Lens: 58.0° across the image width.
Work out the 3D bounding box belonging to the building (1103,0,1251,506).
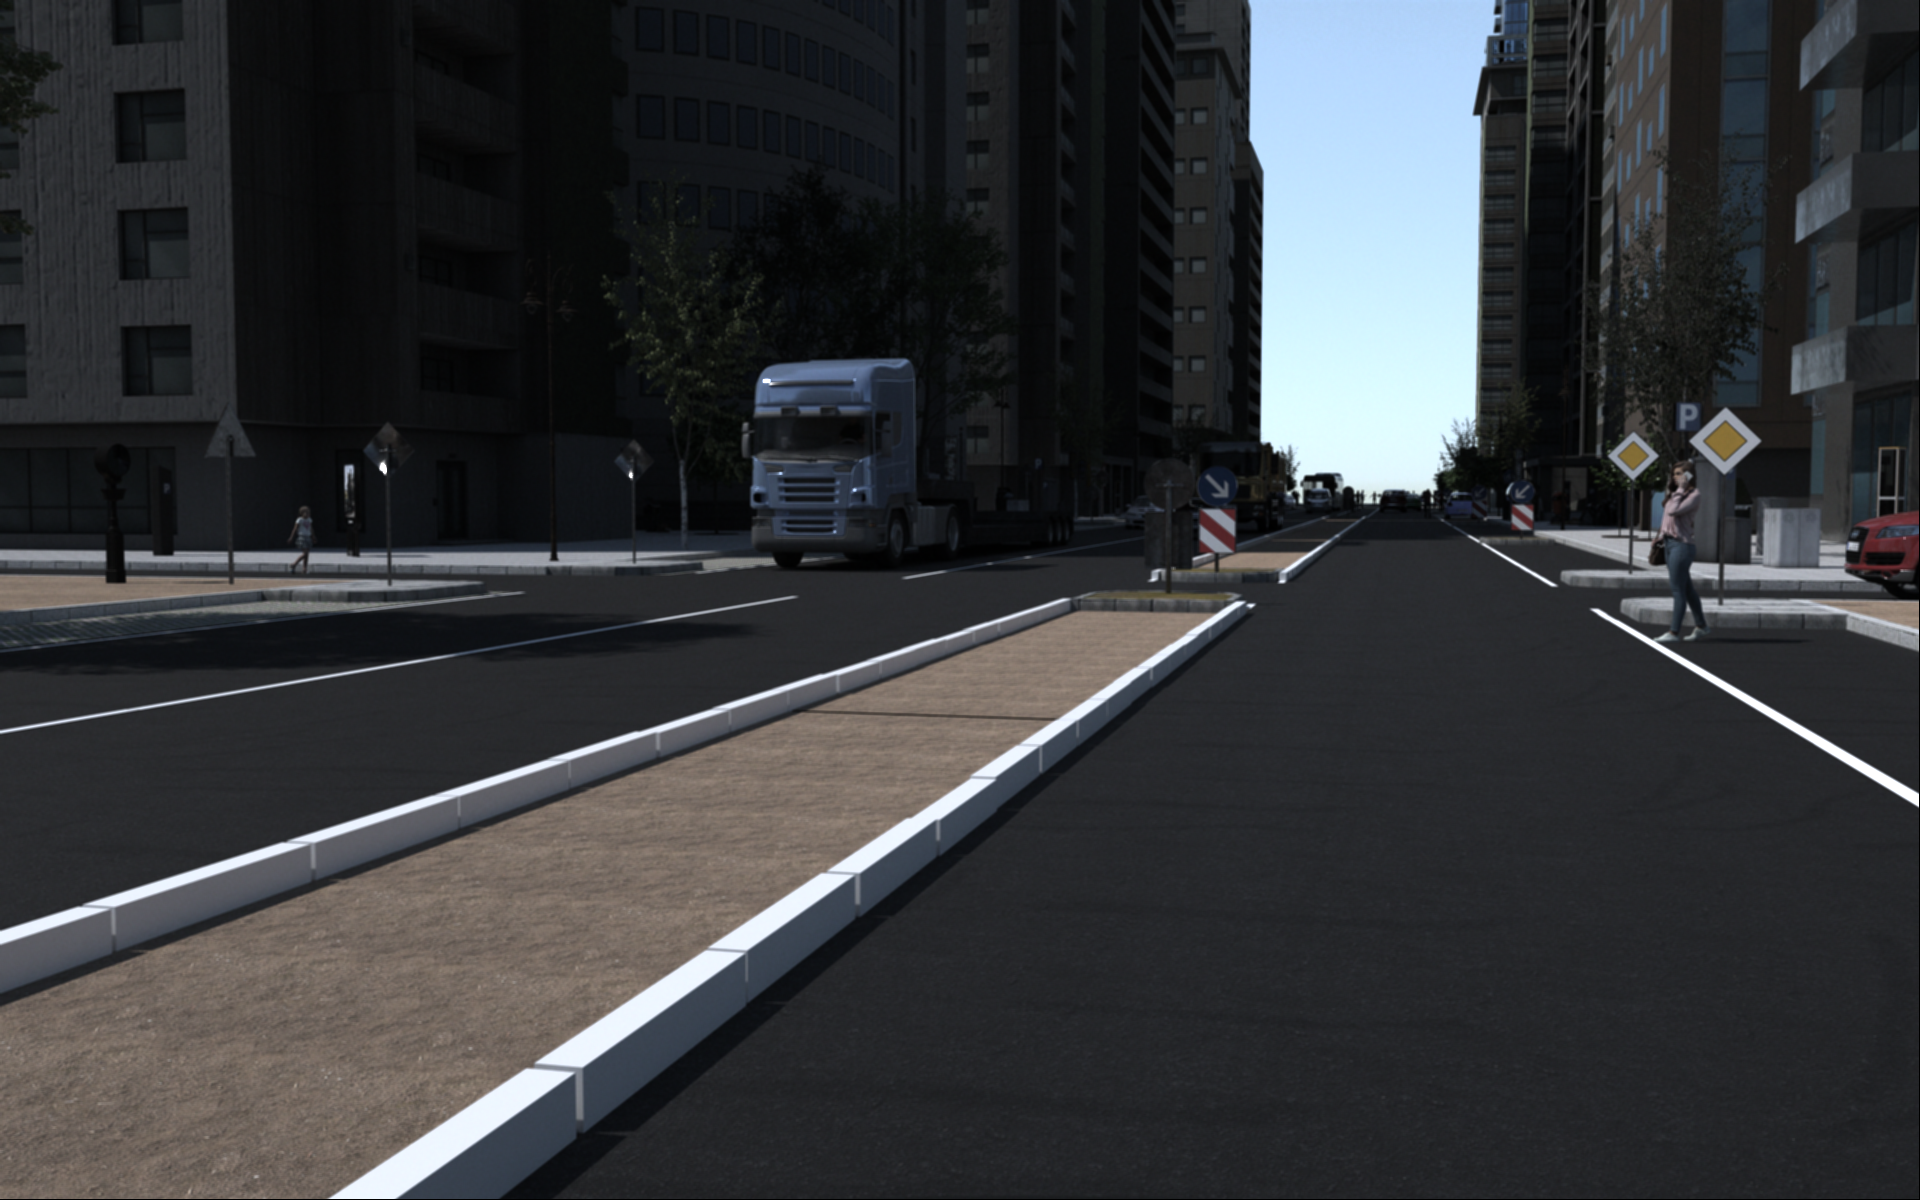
[{"bbox_3d":[32.955,-49.577,248.835,20.563,71.187,20.611,1,4,14],"label":"building"}]

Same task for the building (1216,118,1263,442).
[{"bbox_3d":[28.318,-37.019,228.968,21.300,48.544,21.600,1,4,14],"label":"building"}]

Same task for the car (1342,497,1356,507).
[{"bbox_3d":[42.745,-11.088,191.083,2.009,1.686,4.222,1,4,16],"label":"car"}]

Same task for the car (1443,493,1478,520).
[{"bbox_3d":[28.381,-5.416,98.145,1.945,1.707,3.694,1,4,13],"label":"car"}]

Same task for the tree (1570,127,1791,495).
[{"bbox_3d":[14.991,-5.215,35.636,4.360,8.622,3.978,0,3,0],"label":"tree"}]

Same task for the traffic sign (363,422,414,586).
[{"bbox_3d":[-7.958,-1.252,24.119,0.795,2.450,0.064,1,4,14],"label":"traffic sign"}]

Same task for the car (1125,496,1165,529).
[{"bbox_3d":[8.032,-3.669,72.357,2.083,1.381,4.827,1,4,13],"label":"car"}]

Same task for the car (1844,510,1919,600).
[{"bbox_3d":[14.332,-0.832,22.271,5.304,1.827,2.281,1,4,13],"label":"car"}]

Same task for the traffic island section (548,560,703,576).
[{"bbox_3d":[-6.024,-0.590,31.929,2.009,0.180,2.903,1,4,14],"label":"traffic island section"}]

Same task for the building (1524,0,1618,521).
[{"bbox_3d":[44.824,-23.969,83.768,32.217,40.220,23.993,1,4,14],"label":"building"}]

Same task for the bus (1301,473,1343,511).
[{"bbox_3d":[30.837,-9.298,146.881,2.948,3.499,13.247,1,4,16],"label":"bus"}]

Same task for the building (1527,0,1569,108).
[{"bbox_3d":[49.616,-27.303,130.000,14.154,41.232,14.086,1,4,14],"label":"building"}]

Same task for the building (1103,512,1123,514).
[{"bbox_3d":[1.183,-41.562,117.786,20.563,71.187,20.611,1,4,14],"label":"building"}]

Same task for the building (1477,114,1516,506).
[{"bbox_3d":[63.770,-30.872,188.345,14.154,41.232,14.086,1,4,14],"label":"building"}]

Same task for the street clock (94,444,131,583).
[{"bbox_3d":[-12.175,-1.245,24.923,0.358,2.002,0.471,1,4,15],"label":"street clock"}]

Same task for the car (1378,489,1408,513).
[{"bbox_3d":[33.993,-7.783,135.924,2.281,1.827,5.304,1,4,13],"label":"car"}]

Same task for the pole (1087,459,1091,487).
[{"bbox_3d":[7.367,-6.436,99.079,0.158,3.312,0.155,0,3,0],"label":"pole"}]

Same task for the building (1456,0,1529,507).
[{"bbox_3d":[80.054,-56.380,234.481,22.319,86.520,31.000,1,4,14],"label":"building"}]

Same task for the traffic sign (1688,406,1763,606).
[{"bbox_3d":[8.757,-0.993,19.885,0.795,2.450,0.064,1,4,14],"label":"traffic sign"}]

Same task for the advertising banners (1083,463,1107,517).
[{"bbox_3d":[7.510,-6.094,95.827,0.090,3.025,2.074,3,5,42],"label":"advertising banners"}]

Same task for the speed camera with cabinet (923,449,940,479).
[{"bbox_3d":[-0.980,-4.919,74.761,0.660,3.252,2.038,-1,4,-22],"label":"speed camera with cabinet"}]

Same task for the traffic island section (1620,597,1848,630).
[{"bbox_3d":[8.781,0.142,19.956,2.009,0.180,2.903,1,4,14],"label":"traffic island section"}]

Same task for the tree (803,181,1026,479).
[{"bbox_3d":[-1.505,-8.155,59.082,9.928,11.665,9.643,0,3,0],"label":"tree"}]

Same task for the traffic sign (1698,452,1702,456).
[{"bbox_3d":[14.583,-2.032,33.322,0.768,2.556,0.104,1,4,21],"label":"traffic sign"}]

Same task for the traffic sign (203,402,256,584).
[{"bbox_3d":[-10.356,-1.501,24.544,0.884,2.594,0.081,1,4,17],"label":"traffic sign"}]

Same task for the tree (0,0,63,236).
[{"bbox_3d":[-12.245,-6.019,16.534,7.486,12.596,7.792,0,3,0],"label":"tree"}]

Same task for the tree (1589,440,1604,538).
[{"bbox_3d":[19.311,-3.446,50.944,1.663,3.219,1.824,0,3,0],"label":"tree"}]

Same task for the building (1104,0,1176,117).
[{"bbox_3d":[5.356,-31.558,139.678,21.300,48.544,21.600,1,4,14],"label":"building"}]

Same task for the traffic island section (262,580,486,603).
[{"bbox_3d":[-7.982,-0.117,24.187,2.009,0.180,2.903,1,4,14],"label":"traffic island section"}]

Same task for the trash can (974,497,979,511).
[{"bbox_3d":[0.409,-3.737,72.758,0.748,1.137,0.748,0,3,0],"label":"trash can"}]

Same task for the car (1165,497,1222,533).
[{"bbox_3d":[7.601,-2.633,55.636,1.945,1.354,3.894,1,4,13],"label":"car"}]

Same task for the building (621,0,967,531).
[{"bbox_3d":[-13.274,-32.429,72.219,21.231,58.520,28.212,1,4,14],"label":"building"}]

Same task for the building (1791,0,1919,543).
[{"bbox_3d":[34.008,-25.405,34.974,30.456,49.044,23.786,1,4,14],"label":"building"}]

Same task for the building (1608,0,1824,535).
[{"bbox_3d":[30.385,-24.960,58.211,14.600,45.320,14.200,1,4,14],"label":"building"}]

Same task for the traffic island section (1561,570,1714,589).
[{"bbox_3d":[10.740,-0.331,27.698,2.009,0.180,2.903,1,4,14],"label":"traffic island section"}]

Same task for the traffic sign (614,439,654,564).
[{"bbox_3d":[-5.999,-1.726,31.861,0.795,2.450,0.064,1,4,14],"label":"traffic sign"}]

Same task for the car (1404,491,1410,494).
[{"bbox_3d":[51.836,-11.862,202.608,2.281,1.827,5.304,1,4,16],"label":"car"}]

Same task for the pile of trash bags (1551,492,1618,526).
[{"bbox_3d":[25.435,-3.652,69.464,3.447,1.369,1.912,0,4,-2],"label":"pile of trash bags"}]

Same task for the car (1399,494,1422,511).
[{"bbox_3d":[37.597,-8.311,144.673,1.959,1.807,4.718,1,4,13],"label":"car"}]

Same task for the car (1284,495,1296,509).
[{"bbox_3d":[30.715,-9.248,163.564,2.083,1.381,4.827,1,4,13],"label":"car"}]

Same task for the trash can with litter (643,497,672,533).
[{"bbox_3d":[-10.108,-2.854,58.047,1.055,1.170,0.624,2,4,32],"label":"trash can with litter"}]

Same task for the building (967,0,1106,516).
[{"bbox_3d":[0.259,-25.428,99.344,14.154,41.232,14.086,1,4,14],"label":"building"}]

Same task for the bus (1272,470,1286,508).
[{"bbox_3d":[24.191,-8.920,137.392,2.896,3.916,12.252,1,4,15],"label":"bus"}]

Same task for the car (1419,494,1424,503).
[{"bbox_3d":[65.528,-14.369,244.519,1.945,1.707,3.694,1,4,15],"label":"car"}]

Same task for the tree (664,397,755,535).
[{"bbox_3d":[-7.753,-4.364,55.068,4.285,4.588,4.351,0,3,0],"label":"tree"}]

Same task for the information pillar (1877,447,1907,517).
[{"bbox_3d":[14.620,-1.389,27.203,0.304,2.012,0.304,-3,5,-40],"label":"information pillar"}]

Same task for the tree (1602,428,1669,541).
[{"bbox_3d":[18.981,-3.228,47.379,1.663,3.219,1.824,0,3,0],"label":"tree"}]

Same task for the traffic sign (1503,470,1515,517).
[{"bbox_3d":[28.785,-5.532,90.558,0.768,2.556,0.104,1,4,20],"label":"traffic sign"}]

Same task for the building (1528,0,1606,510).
[{"bbox_3d":[48.623,-41.176,111.476,20.563,71.187,20.611,1,4,14],"label":"building"}]

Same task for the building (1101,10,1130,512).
[{"bbox_3d":[10.678,-44.105,159.373,20.563,71.187,20.611,1,4,14],"label":"building"}]

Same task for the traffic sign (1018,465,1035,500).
[{"bbox_3d":[2.879,-4.585,75.064,0.768,2.556,0.104,1,4,20],"label":"traffic sign"}]

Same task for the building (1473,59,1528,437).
[{"bbox_3d":[76.219,-37.745,206.369,28.713,52.752,27.495,1,4,14],"label":"building"}]

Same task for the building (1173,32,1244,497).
[{"bbox_3d":[18.074,-37.732,206.150,28.713,52.752,27.495,1,4,14],"label":"building"}]

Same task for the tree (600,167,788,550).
[{"bbox_3d":[-6.204,-5.434,39.215,4.737,8.622,4.395,0,3,0],"label":"tree"}]

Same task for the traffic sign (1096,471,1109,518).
[{"bbox_3d":[7.720,-5.739,93.943,0.768,2.556,0.104,1,4,23],"label":"traffic sign"}]

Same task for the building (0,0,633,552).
[{"bbox_3d":[-17.925,-16.668,44.229,14.160,30.474,14.107,1,4,14],"label":"building"}]

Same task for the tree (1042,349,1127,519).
[{"bbox_3d":[6.107,-8.421,88.045,4.737,8.622,4.395,0,3,0],"label":"tree"}]

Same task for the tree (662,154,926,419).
[{"bbox_3d":[-4.704,-6.917,47.510,7.601,10.594,8.767,1,4,17],"label":"tree"}]

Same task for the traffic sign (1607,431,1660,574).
[{"bbox_3d":[10.715,-1.467,27.627,0.795,2.450,0.064,1,4,14],"label":"traffic sign"}]

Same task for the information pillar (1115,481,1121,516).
[{"bbox_3d":[9.129,-5.855,100.215,0.304,2.012,0.304,0,4,3],"label":"information pillar"}]
